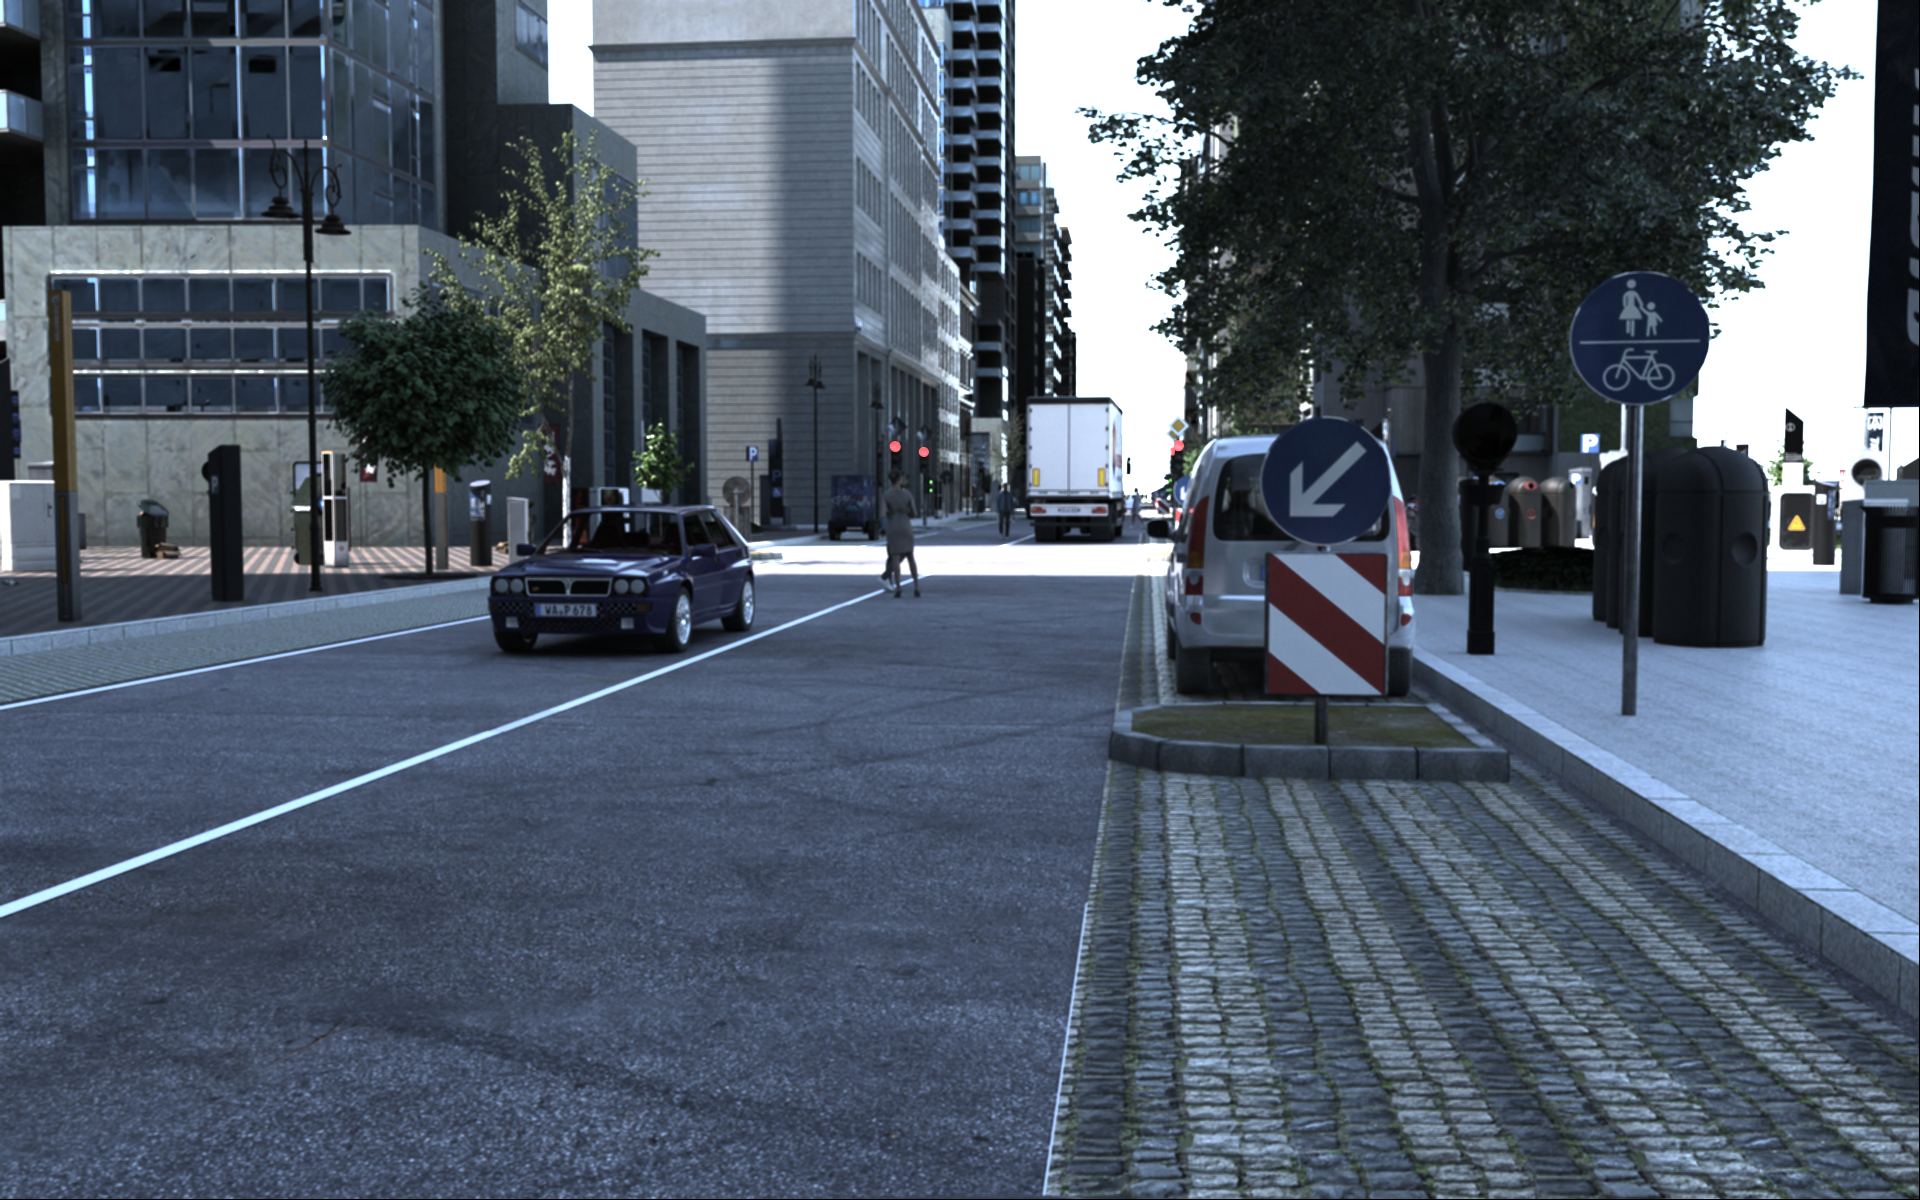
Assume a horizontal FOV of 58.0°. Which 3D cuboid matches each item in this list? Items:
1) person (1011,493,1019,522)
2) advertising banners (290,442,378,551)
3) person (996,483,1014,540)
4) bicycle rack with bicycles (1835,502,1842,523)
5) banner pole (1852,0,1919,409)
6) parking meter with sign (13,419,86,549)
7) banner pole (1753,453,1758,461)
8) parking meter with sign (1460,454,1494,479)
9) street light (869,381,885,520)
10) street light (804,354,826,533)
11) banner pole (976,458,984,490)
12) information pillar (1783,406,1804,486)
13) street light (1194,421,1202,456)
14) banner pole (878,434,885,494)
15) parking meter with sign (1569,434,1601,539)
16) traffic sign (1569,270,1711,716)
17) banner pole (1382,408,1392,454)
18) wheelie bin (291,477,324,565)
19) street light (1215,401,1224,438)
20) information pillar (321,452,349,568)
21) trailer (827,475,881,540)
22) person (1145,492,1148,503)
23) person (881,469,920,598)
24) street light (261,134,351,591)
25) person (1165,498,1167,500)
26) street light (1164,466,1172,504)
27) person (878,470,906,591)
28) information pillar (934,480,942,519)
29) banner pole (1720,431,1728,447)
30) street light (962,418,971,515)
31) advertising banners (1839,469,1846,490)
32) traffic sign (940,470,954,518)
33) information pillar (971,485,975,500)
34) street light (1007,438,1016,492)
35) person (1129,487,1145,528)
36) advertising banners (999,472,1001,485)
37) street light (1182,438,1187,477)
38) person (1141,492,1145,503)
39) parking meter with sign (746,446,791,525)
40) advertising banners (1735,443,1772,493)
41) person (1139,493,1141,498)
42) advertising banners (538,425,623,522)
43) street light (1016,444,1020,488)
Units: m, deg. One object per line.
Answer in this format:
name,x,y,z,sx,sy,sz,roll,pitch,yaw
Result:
person,2.712,-4.732,88.458,0.523,1.515,0.503,-3,5,-43
advertising banners,-13.913,-2.599,38.683,2.074,3.025,0.090,0,4,1
person,1.409,-2.776,54.235,0.601,1.785,0.444,0,4,-5
bicycle rack with bicycles,37.846,-3.769,75.000,2.852,0.926,2.925,2,4,29
banner pole,3.613,-0.983,6.092,0.863,3.779,0.401,1,4,11
parking meter with sign,-21.185,-2.685,40.158,1.738,3.016,0.543,0,4,7
banner pole,48.694,-7.116,106.366,0.863,3.779,0.401,-1,4,-13
parking meter with sign,17.210,-3.714,56.984,1.738,3.016,0.543,-3,4,-37
street light,-3.393,-6.004,70.954,0.468,5.910,1.993,0,4,6
street light,-4.761,-5.161,57.177,0.468,5.910,1.993,0,4,6
banner pole,1.309,-7.896,119.119,0.863,3.779,0.401,3,5,40
information pillar,22.182,-3.352,46.161,0.504,3.616,0.183,1,4,18
street light,14.720,-8.229,107.324,0.468,5.910,1.993,0,4,6
banner pole,-3.297,-5.055,72.666,0.401,3.779,0.863,-2,4,-24
parking meter with sign,17.753,-3.266,49.661,0.543,3.016,1.738,3,5,40
traffic sign,3.886,-0.604,9.984,0.768,2.556,0.104,1,4,11
banner pole,12.432,-3.700,50.515,0.401,3.779,0.863,2,4,32
wheelie bin,-11.696,-1.443,31.505,0.980,1.594,0.693,2,4,32
street light,10.956,-6.119,72.827,0.468,5.910,1.993,0,4,6
information pillar,-10.870,-1.569,30.147,0.304,2.012,0.304,2,4,34
trailer,-3.324,-2.796,52.756,1.471,1.999,3.904,0,4,5
person,28.644,-15.685,265.864,0.541,1.710,0.530,1,4,20
person,-0.826,-0.929,24.035,0.599,1.781,0.374,-1,4,-15
street light,-8.537,-3.058,22.780,0.468,5.910,1.993,0,4,6
person,14.726,-7.057,124.158,0.850,1.792,0.678,0,4,2
street light,32.036,-18.013,267.298,0.468,5.910,1.993,0,4,6
person,-1.002,-1.014,25.416,0.444,1.785,0.601,-1,4,-10
information pillar,-1.125,-5.193,89.392,0.304,2.012,0.304,-3,5,-41
banner pole,30.498,-4.844,69.218,0.401,3.779,0.863,0,4,3
street light,0.455,-8.099,105.198,0.468,5.910,1.993,0,4,6
advertising banners,60.674,-7.606,120.549,0.090,3.025,2.074,-2,4,-27
traffic sign,-0.714,-5.678,92.939,0.768,2.556,0.104,1,4,15
information pillar,1.051,-8.540,144.126,0.304,2.012,0.304,0,4,-3
street light,4.004,-10.195,139.475,0.468,5.910,1.993,0,4,6
person,7.459,-3.903,73.059,0.760,1.731,0.466,-2,4,-35
advertising banners,2.987,-8.679,138.082,0.090,3.025,2.074,-1,4,-13
street light,19.273,-10.840,150.020,0.468,5.910,1.993,0,4,6
person,28.921,-16.158,273.210,0.750,1.759,0.617,-3,5,-44
parking meter with sign,-6.886,-4.065,62.719,1.738,3.016,0.543,2,4,34
advertising banners,27.454,-3.858,59.270,0.090,3.025,2.074,-2,4,-34
person,28.766,-16.539,278.935,0.705,1.821,1.348,3,5,39
advertising banners,-9.478,-2.880,43.269,2.074,3.025,0.090,0,4,0
street light,4.772,-10.648,146.884,0.468,5.910,1.993,0,4,6
